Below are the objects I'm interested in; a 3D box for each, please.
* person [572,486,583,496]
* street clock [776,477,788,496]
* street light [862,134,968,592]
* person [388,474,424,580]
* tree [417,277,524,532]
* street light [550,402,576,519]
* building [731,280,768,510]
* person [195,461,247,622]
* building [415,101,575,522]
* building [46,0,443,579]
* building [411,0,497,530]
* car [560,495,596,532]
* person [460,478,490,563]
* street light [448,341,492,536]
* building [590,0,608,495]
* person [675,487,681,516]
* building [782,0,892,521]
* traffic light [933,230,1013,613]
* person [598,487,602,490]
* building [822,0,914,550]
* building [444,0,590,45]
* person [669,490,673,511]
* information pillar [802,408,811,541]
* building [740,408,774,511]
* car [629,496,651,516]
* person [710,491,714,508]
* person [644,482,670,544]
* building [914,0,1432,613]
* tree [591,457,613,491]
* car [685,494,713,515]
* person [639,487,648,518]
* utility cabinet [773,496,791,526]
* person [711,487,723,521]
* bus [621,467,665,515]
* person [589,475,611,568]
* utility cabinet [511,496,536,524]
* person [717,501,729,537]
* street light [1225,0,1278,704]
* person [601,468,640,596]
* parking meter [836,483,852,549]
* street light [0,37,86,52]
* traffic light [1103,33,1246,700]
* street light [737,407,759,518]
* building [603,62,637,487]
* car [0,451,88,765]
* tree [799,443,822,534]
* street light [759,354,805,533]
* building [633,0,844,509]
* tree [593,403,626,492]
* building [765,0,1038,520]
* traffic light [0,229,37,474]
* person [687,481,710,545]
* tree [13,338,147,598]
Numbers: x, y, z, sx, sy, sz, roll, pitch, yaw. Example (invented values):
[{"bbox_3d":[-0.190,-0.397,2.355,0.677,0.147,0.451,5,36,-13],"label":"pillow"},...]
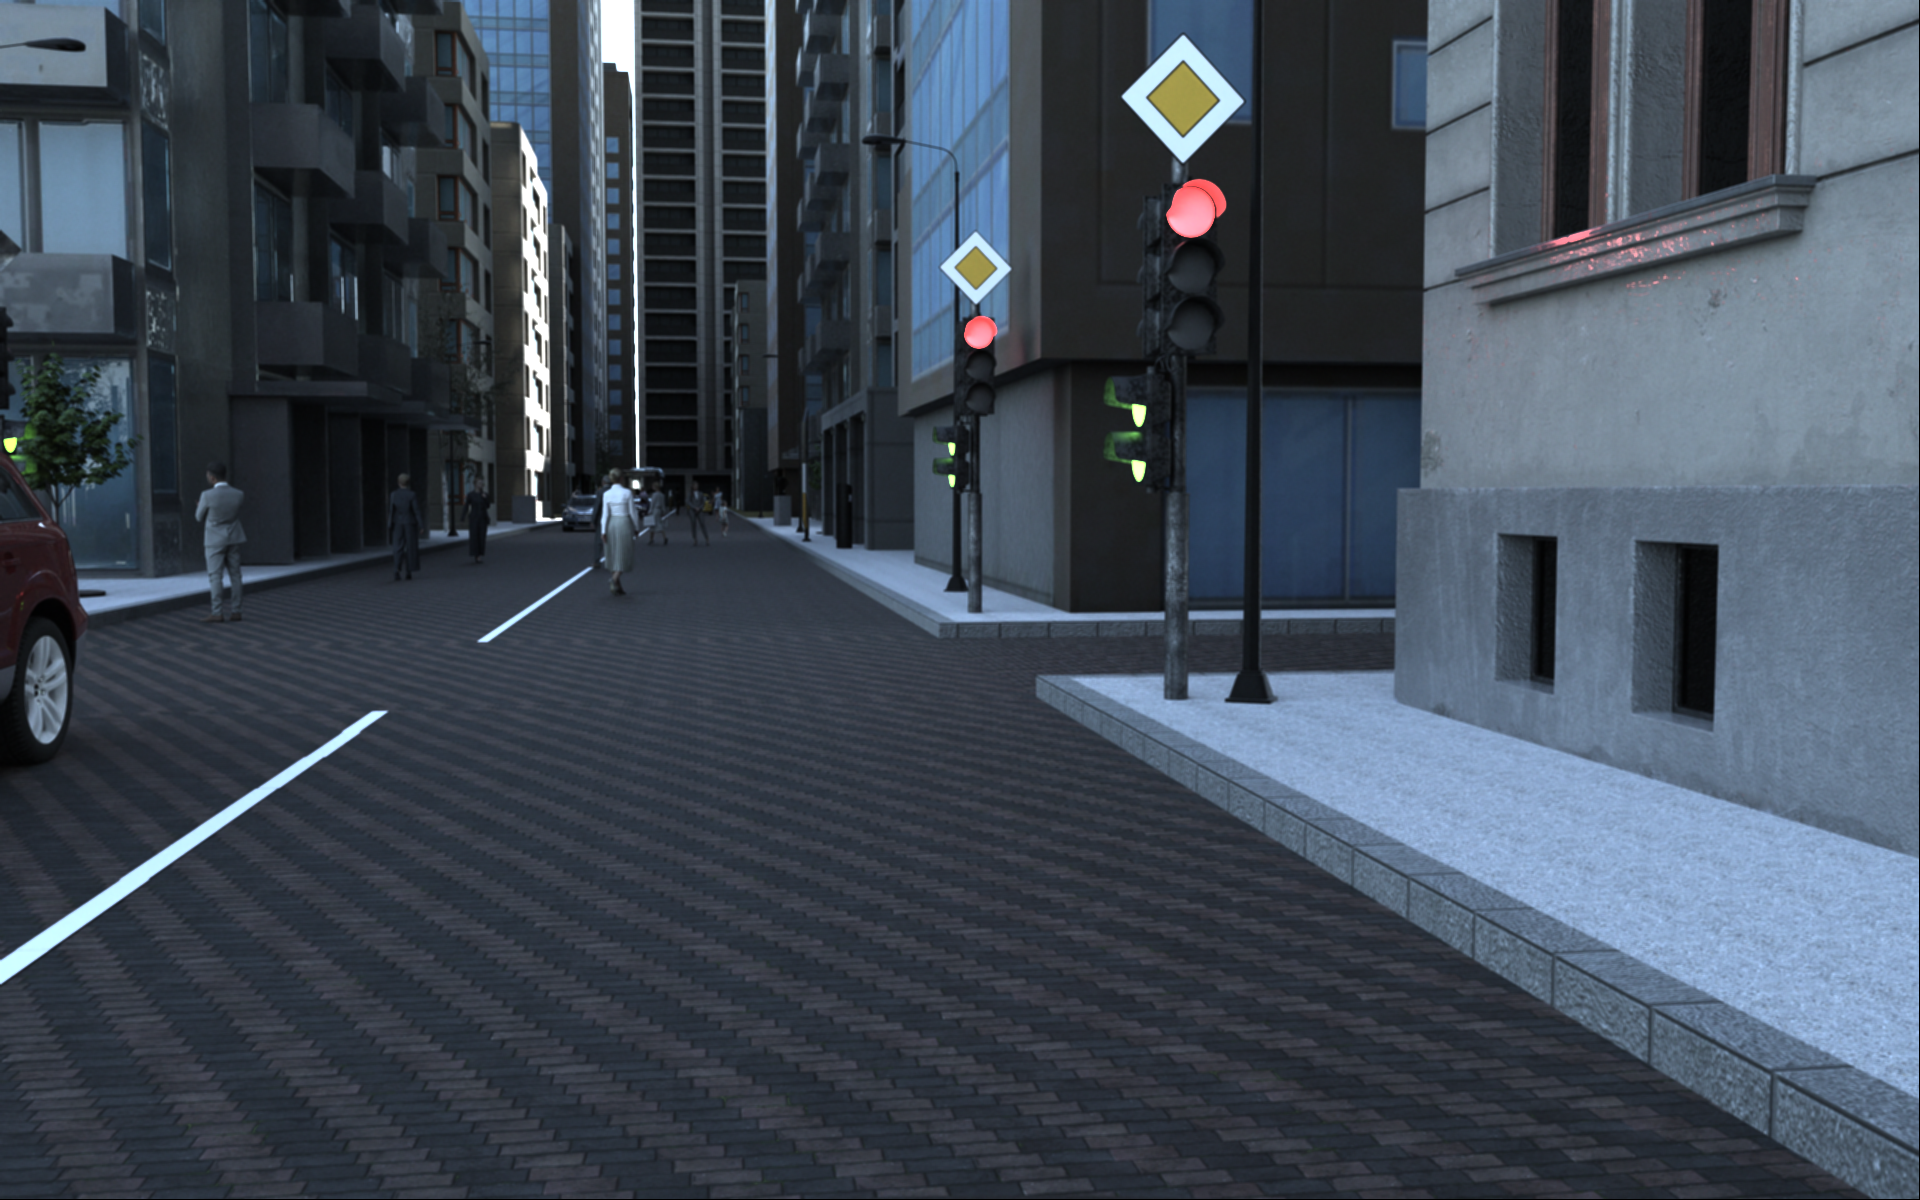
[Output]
[{"bbox_3d":[-18.432,-4.590,83.653,0.679,1.850,0.850,2,4,24],"label":"person"},{"bbox_3d":[-7.556,-4.223,73.609,0.471,2.002,0.358,-3,5,-40],"label":"street clock"},{"bbox_3d":[-0.576,-3.062,22.609,1.470,5.913,1.316,-1,4,-9],"label":"street light"},{"bbox_3d":[-9.261,-1.224,28.940,0.576,1.772,0.534,-1,4,-20],"label":"person"},{"bbox_3d":[-17.145,-6.598,58.233,4.360,8.622,3.978,0,3,0],"label":"tree"},{"bbox_3d":[-20.058,-7.030,87.487,1.470,5.913,1.316,-1,4,-9],"label":"street light"},{"bbox_3d":[-6.416,-19.029,156.168,27.650,21.520,28.899,-1,4,-9],"label":"building"},{"bbox_3d":[-8.355,-0.663,19.524,0.466,1.800,0.511,1,4,23],"label":"person"},{"bbox_3d":[-38.258,-15.815,103.615,27.650,21.520,28.899,-1,4,-9],"label":"building"},{"bbox_3d":[-23.546,-25.461,35.894,23.786,49.044,30.456,-1,4,-9],"label":"building"},{"bbox_3d":[-33.306,-13.961,73.299,27.650,21.520,28.899,-1,4,-9],"label":"building"},{"bbox_3d":[-14.593,-3.418,67.881,2.014,1.417,4.499,-1,4,-9],"label":"car"},{"bbox_3d":[-10.136,-1.674,36.284,0.534,1.772,0.576,3,4,37],"label":"person"},{"bbox_3d":[-14.848,-4.887,52.451,1.470,5.913,1.316,-1,4,-9],"label":"street light"},{"bbox_3d":[-42.595,-43.773,153.936,20.611,71.187,20.563,-1,4,-9],"label":"building"},{"bbox_3d":[-18.378,-6.420,113.098,0.705,1.869,1.348,0,4,-5],"label":"person"},{"bbox_3d":[4.243,-28.003,77.453,23.786,49.044,30.456,-1,4,-9],"label":"building"},{"bbox_3d":[0.143,-1.817,18.633,0.839,4.253,0.868,-1,4,-9],"label":"traffic light"},{"bbox_3d":[-18.731,-4.999,90.465,0.641,1.798,0.478,-2,4,-23],"label":"person"},{"bbox_3d":[7.300,-37.011,43.389,20.563,71.187,20.611,-1,4,-9],"label":"building"},{"bbox_3d":[-34.069,-29.062,125.270,14.600,45.320,14.200,-1,4,-9],"label":"building"},{"bbox_3d":[-23.732,-8.163,142.692,0.721,1.736,1.217,-1,4,-10],"label":"person"},{"bbox_3d":[-4.170,-3.392,46.815,0.183,3.616,0.504,0,4,5],"label":"information pillar"},{"bbox_3d":[-4.331,-49.588,123.432,22.319,86.520,31.000,-1,4,-9],"label":"building"},{"bbox_3d":[-18.594,-5.312,99.425,1.945,1.354,3.894,0,4,-7],"label":"car"},{"bbox_3d":[-23.866,-9.629,166.481,0.434,1.755,0.990,1,4,18],"label":"person"},{"bbox_3d":[-8.612,-2.469,49.226,0.624,1.780,0.694,3,5,40],"label":"person"},{"bbox_3d":[6.836,-22.914,24.749,14.200,45.320,14.600,-1,4,-9],"label":"building"},{"bbox_3d":[-30.014,-9.725,142.717,4.285,4.588,4.351,0,3,0],"label":"tree"},{"bbox_3d":[-17.974,-6.694,119.667,2.015,1.641,3.980,-1,4,-10],"label":"car"},{"bbox_3d":[-19.268,-5.897,104.778,0.709,1.838,0.599,2,4,33],"label":"person"},{"bbox_3d":[-7.231,-3.629,70.503,0.306,1.237,1.020,1,4,22],"label":"utility cabinet"},{"bbox_3d":[-12.679,-5.009,90.487,0.616,1.811,0.778,0,4,3],"label":"person"},{"bbox_3d":[-21.408,-7.476,117.090,2.948,3.499,13.247,0,4,-8],"label":"bus"},{"bbox_3d":[-6.949,-1.535,33.769,0.590,1.801,0.661,3,5,43],"label":"person"},{"bbox_3d":[-18.984,-3.930,75.424,1.020,1.237,0.306,1,4,11],"label":"utility cabinet"},{"bbox_3d":[-7.950,-2.706,57.758,0.505,1.210,0.382,2,4,31],"label":"person"},{"bbox_3d":[1.273,-2.321,10.496,1.470,5.913,1.316,-1,4,-9],"label":"street light"},{"bbox_3d":[-4.830,-0.961,24.445,0.478,1.798,0.641,1,4,16],"label":"person"},{"bbox_3d":[-2.733,-1.988,40.917,0.372,1.533,0.369,0,3,0],"label":"parking meter"},{"bbox_3d":[-9.599,-2.762,17.706,1.470,5.913,1.316,-1,4,-9],"label":"street light"},{"bbox_3d":[1.334,-1.334,10.737,0.839,4.253,0.868,-1,4,-9],"label":"traffic light"},{"bbox_3d":[-11.163,-7.322,92.252,1.470,5.913,1.316,-1,4,-9],"label":"street light"},{"bbox_3d":[-40.986,-32.366,179.301,14.200,45.320,14.600,-1,4,-9],"label":"building"},{"bbox_3d":[-5.678,0.064,7.633,2.281,1.827,5.304,0,4,-7],"label":"car"},{"bbox_3d":[-4.151,-3.764,56.144,1.663,3.219,1.824,0,3,0],"label":"tree"},{"bbox_3d":[-5.858,-5.203,57.611,1.470,5.913,1.316,-1,4,-9],"label":"street light"},{"bbox_3d":[-23.963,-45.670,184.951,20.611,71.187,20.563,-1,4,-9],"label":"building"},{"bbox_3d":[-28.732,-11.465,137.820,4.360,8.622,3.978,0,3,0],"label":"tree"},{"bbox_3d":[-4.131,-27.589,101.193,14.600,45.320,14.200,-1,4,-9],"label":"building"},{"bbox_3d":[-9.655,-1.726,17.144,0.839,4.253,0.868,-1,4,-9],"label":"traffic light"},{"bbox_3d":[-7.329,-2.429,48.493,0.520,1.790,0.573,-2,4,-35],"label":"person"},{"bbox_3d":[-11.309,-1.646,21.513,1.663,3.219,1.824,0,3,0],"label":"tree"}]
